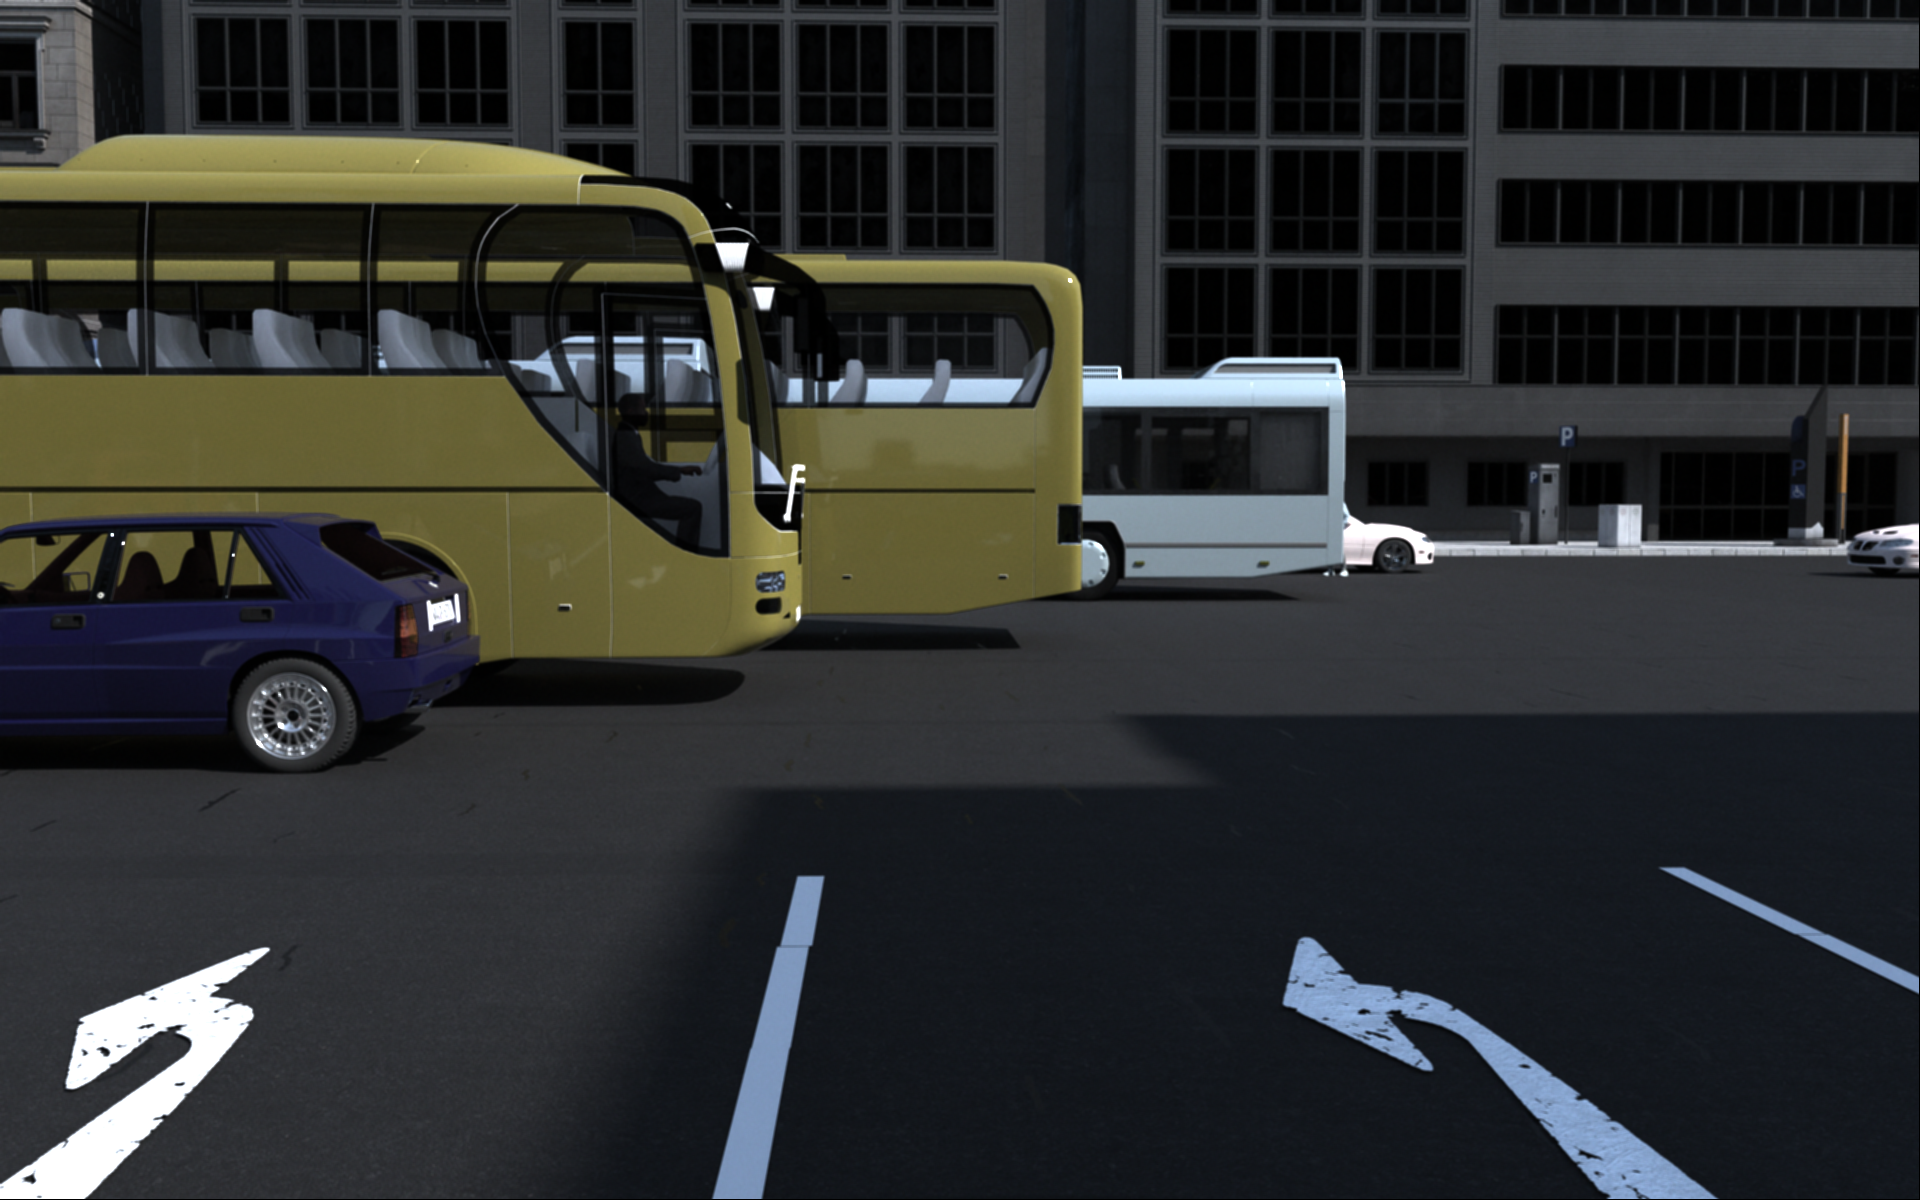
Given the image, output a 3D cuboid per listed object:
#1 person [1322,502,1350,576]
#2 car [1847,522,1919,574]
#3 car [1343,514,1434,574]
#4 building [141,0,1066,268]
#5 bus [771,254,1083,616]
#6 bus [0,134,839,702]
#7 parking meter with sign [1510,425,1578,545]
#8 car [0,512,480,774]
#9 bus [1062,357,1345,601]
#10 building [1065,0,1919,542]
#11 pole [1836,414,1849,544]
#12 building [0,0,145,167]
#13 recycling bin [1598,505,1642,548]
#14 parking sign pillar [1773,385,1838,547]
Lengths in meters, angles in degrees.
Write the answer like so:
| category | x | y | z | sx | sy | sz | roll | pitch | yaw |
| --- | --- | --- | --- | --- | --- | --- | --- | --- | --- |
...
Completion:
| category | x | y | z | sx | sy | sz | roll | pitch | yaw |
| --- | --- | --- | --- | --- | --- | --- | --- | --- | --- |
| person | 6.544 | -1.228 | 30.390 | 0.330 | 1.601 | 0.589 | -3 | 5 | -40 |
| car | 18.061 | -1.096 | 30.280 | 4.827 | 1.381 | 2.083 | 0 | 4 | -4 |
| car | 6.305 | -1.199 | 31.964 | 4.827 | 1.381 | 2.083 | 0 | 4 | -4 |
| building | -9.325 | -15.706 | 50.307 | 24.014 | 27.812 | 14.314 | 0 | 4 | -2 |
| bus | -5.032 | -1.536 | 16.661 | 12.252 | 3.916 | 2.896 | 0 | 4 | -2 |
| bus | -7.042 | -1.276 | 12.414 | 12.252 | 3.916 | 2.896 | 0 | 4 | -2 |
| parking meter with sign | 14.761 | -2.913 | 43.883 | 1.738 | 3.016 | 0.543 | -2 | 4 | -25 |
| car | -4.758 | 0.182 | 9.599 | 3.894 | 1.354 | 1.945 | 0 | 4 | -3 |
| bus | -1.518 | -1.793 | 24.182 | 13.247 | 3.499 | 2.948 | 0 | 4 | -1 |
| building | 17.974 | -14.223 | 51.618 | 30.058 | 24.678 | 14.314 | 0 | 4 | -2 |
| pole | 22.520 | -3.081 | 44.212 | 0.158 | 3.312 | 0.155 | 0 | 3 | 0 |
| building | -42.138 | -12.004 | 47.181 | 40.483 | 20.767 | 10.553 | 0 | 4 | -2 |
| recycling bin | 15.832 | -1.774 | 41.564 | 0.722 | 1.027 | 0.722 | -1 | 4 | -16 |
| parking sign pillar | 20.799 | -3.304 | 42.488 | 1.447 | 3.967 | 1.447 | 3 | 5 | 44 |
